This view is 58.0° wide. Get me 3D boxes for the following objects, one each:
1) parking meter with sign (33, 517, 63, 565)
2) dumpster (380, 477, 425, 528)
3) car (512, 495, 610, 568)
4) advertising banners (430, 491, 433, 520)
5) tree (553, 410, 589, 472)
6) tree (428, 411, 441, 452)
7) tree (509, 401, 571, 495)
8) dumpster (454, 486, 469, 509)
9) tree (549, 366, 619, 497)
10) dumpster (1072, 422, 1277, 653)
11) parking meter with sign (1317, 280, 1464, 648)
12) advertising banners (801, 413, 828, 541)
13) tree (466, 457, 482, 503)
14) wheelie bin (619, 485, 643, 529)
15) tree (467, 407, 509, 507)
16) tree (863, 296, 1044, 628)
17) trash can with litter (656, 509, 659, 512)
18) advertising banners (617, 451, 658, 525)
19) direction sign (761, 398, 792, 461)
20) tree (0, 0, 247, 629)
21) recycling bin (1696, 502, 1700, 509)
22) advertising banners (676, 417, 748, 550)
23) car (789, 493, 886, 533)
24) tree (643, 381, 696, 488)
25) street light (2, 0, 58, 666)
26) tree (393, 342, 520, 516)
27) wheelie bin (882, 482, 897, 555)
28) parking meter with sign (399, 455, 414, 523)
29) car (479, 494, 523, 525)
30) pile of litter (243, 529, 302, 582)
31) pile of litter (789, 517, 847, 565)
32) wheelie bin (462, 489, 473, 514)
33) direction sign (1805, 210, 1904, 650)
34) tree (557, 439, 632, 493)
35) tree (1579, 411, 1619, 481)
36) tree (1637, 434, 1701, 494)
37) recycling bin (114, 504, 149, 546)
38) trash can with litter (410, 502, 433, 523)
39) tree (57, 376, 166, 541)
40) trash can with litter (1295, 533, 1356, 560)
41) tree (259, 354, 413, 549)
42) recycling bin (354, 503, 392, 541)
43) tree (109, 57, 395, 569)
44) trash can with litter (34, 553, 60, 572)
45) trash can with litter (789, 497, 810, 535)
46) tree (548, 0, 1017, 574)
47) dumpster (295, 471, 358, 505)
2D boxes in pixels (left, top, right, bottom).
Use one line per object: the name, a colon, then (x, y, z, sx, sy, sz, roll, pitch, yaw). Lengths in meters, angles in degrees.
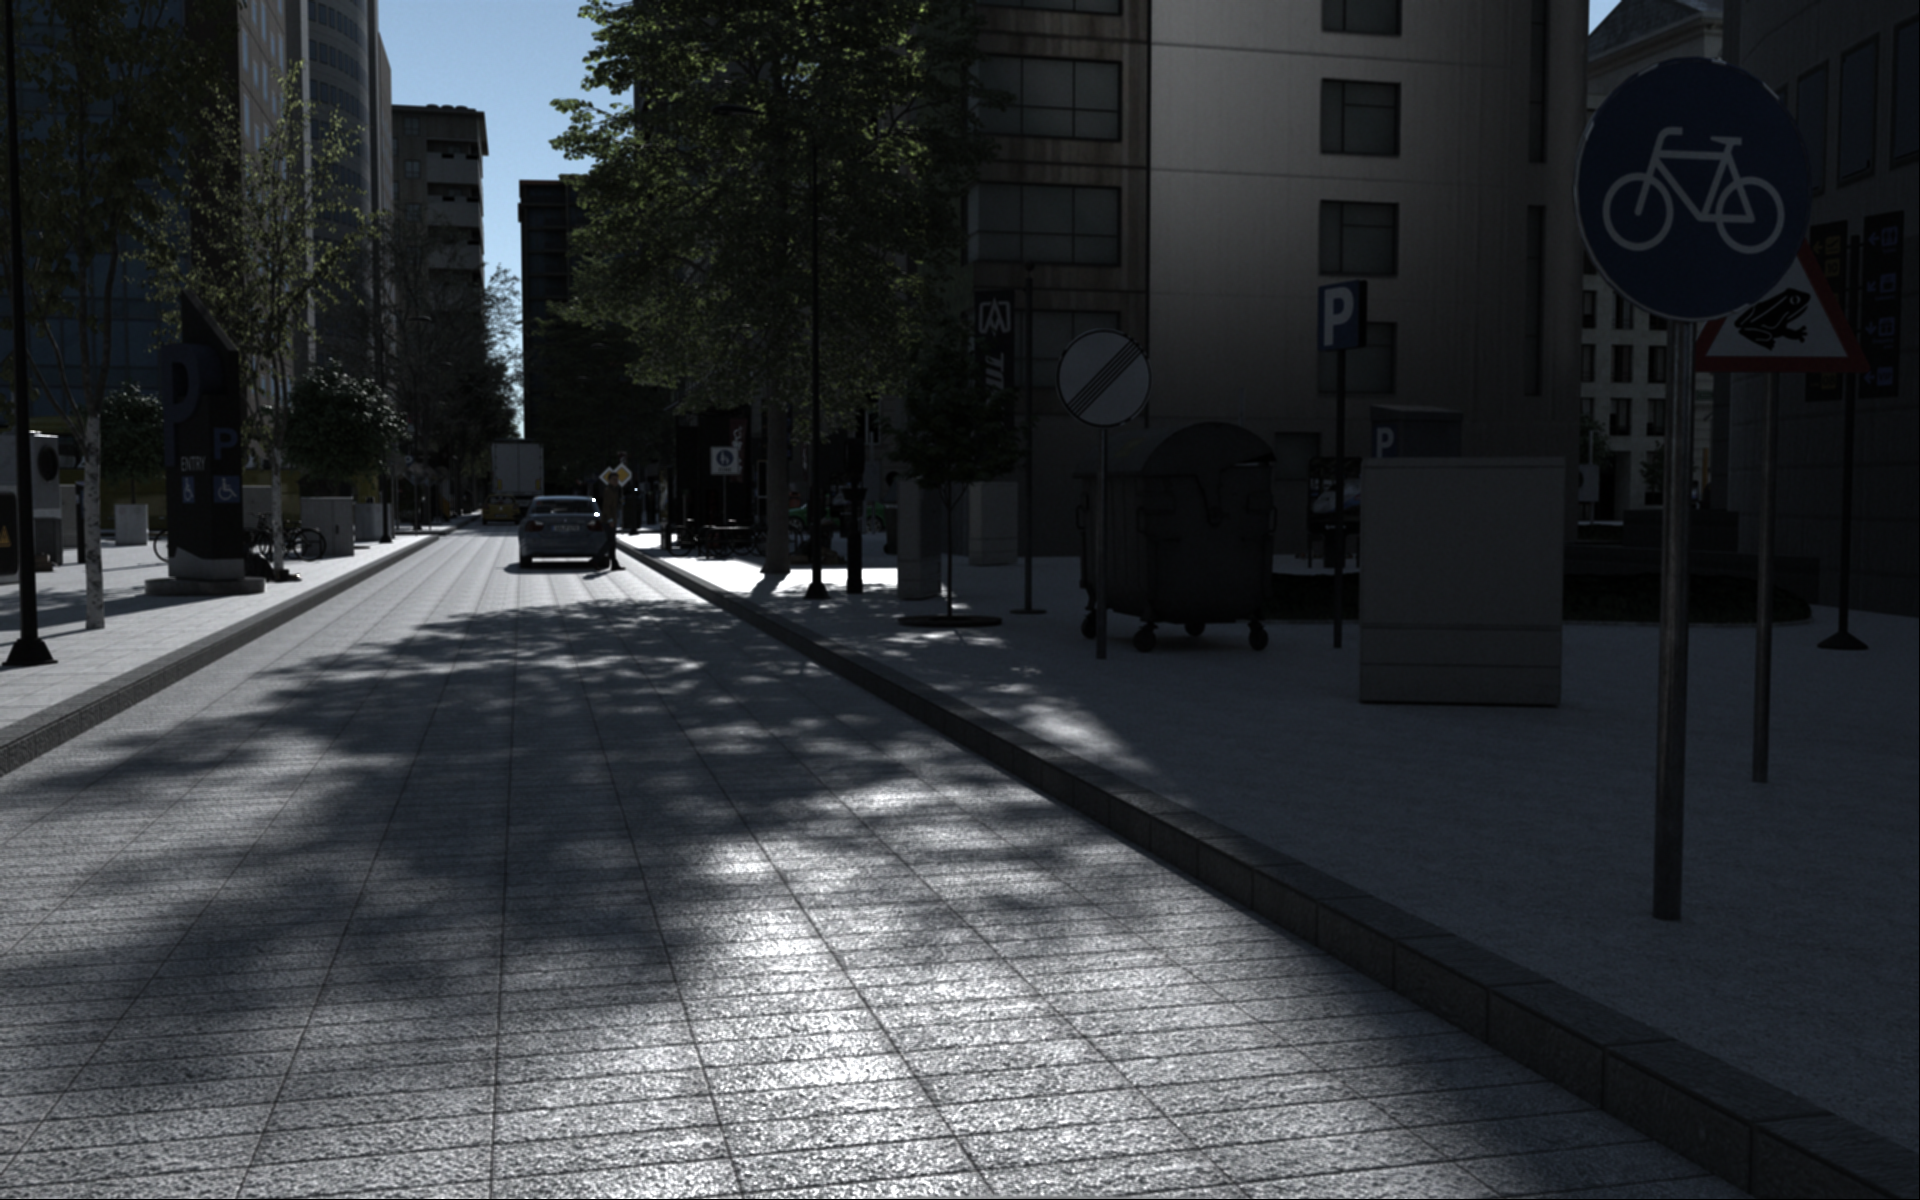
parking meter with sign: (-17.124, -2.131, 31.103, 1.738, 3.016, 0.543, 0, 4, -8)
dumpster: (-20.747, -3.791, 64.483, 1.502, 2.255, 1.985, -1, 4, -14)
car: (-8.004, -1.405, 34.974, 2.014, 1.417, 4.499, -1, 4, -14)
advertising banners: (-26.148, -5.302, 82.881, 0.090, 3.025, 2.074, 3, 4, 38)
tree: (-30.833, -11.638, 140.647, 4.360, 8.622, 3.978, 0, 3, 0)
tree: (-37.643, -13.140, 132.972, 7.486, 12.596, 7.792, 0, 3, 0)
tree: (-44.029, -16.332, 192.788, 9.928, 11.665, 9.643, 0, 3, 0)
dumpster: (-35.808, -7.236, 124.073, 1.264, 1.857, 1.865, -1, 4, -14)
tree: (-21.166, -9.043, 98.221, 4.737, 8.622, 4.395, 0, 3, 0)
dumpster: (1.822, -0.551, 14.764, 1.264, 1.857, 1.865, -1, 4, -14)
parking meter with sign: (3.902, -1.130, 14.729, 1.738, 3.016, 0.543, -2, 4, -25)
advertising banners: (-3.084, -2.462, 36.440, 0.090, 3.025, 2.074, -1, 4, -19)
tree: (-54.304, -14.975, 195.206, 4.737, 8.622, 4.395, 0, 3, 0)
wheelie bin: (-12.073, -3.418, 63.786, 0.693, 1.594, 0.980, 2, 4, 24)
tree: (-55.657, -16.909, 202.211, 9.928, 11.665, 9.643, 0, 3, 0)
tree: (-0.208, -1.367, 16.947, 1.663, 3.219, 1.824, 0, 3, 0)
trash can with litter: (-20.217, -6.437, 116.640, 1.055, 1.170, 0.624, 0, 4, -2)
advertising banners: (-13.351, -4.614, 71.635, 0.090, 3.025, 2.074, 3, 5, 40)
direction sign: (-4.304, -2.982, 40.758, 0.876, 3.537, 0.379, 2, 4, 31)
tree: (-8.476, -4.036, 16.353, 4.737, 8.622, 4.395, 0, 3, 0)
recycling bin: (24.326, -2.666, 56.150, 0.722, 1.027, 0.722, 3, 4, 38)
advertising banners: (-5.747, -2.688, 40.131, 2.074, 3.025, 0.090, 2, 4, 30)
car: (-4.498, -3.120, 59.815, 4.718, 1.807, 1.959, -1, 4, -15)
tree: (-18.531, -9.850, 111.410, 4.360, 8.622, 3.978, 0, 3, 0)
street light: (-6.491, -2.475, 13.015, 1.470, 5.913, 1.316, -1, 4, -14)
tree: (-30.061, -10.305, 102.898, 8.767, 10.594, 7.601, 1, 4, 17)
wheelie bin: (-1.220, -1.768, 36.812, 0.693, 1.594, 0.980, -3, 5, -41)
parking meter with sign: (-24.989, -4.987, 77.800, 0.543, 3.016, 1.738, -2, 4, -31)
car: (-21.624, -4.363, 81.559, 2.015, 1.641, 3.980, -1, 4, -15)
pile of litter: (-10.542, -0.712, 25.605, 1.719, 0.858, 1.176, 2, 4, 31)
pile of litter: (-2.648, -1.088, 31.758, 1.719, 0.858, 1.176, 3, 5, 43)
wheelie bin: (-31.736, -6.340, 111.567, 0.693, 1.594, 0.980, -1, 4, -13)
direction sign: (7.349, -1.365, 14.315, 0.379, 3.537, 0.876, -1, 4, -22)
tree: (-19.241, -6.703, 93.308, 4.285, 4.588, 4.351, 0, 3, 0)
tree: (20.564, -4.586, 58.694, 4.285, 4.588, 4.351, 0, 3, 0)
tree: (21.594, -3.585, 53.212, 1.663, 3.219, 1.824, 0, 3, 0)
recycling bin: (-20.832, -1.896, 43.557, 0.722, 1.027, 0.722, -1, 4, -22)
trash can with litter: (-23.587, -3.925, 75.568, 0.624, 1.170, 1.055, 3, 5, 41)
tree: (-23.128, -3.941, 48.143, 4.285, 4.588, 4.351, 0, 3, 0)
trash can with litter: (7.594, -1.439, 34.591, 2.233, 1.210, 1.678, -1, 4, -16)
tree: (-14.583, -3.481, 40.625, 4.285, 4.588, 4.351, 0, 3, 0)
recycling bin: (-16.197, -2.154, 47.777, 0.722, 1.027, 0.722, 2, 4, 25)
tree: (-11.587, -4.781, 28.536, 4.360, 8.622, 3.978, 0, 3, 0)
trash can with litter: (-15.501, -1.052, 28.585, 1.055, 1.170, 0.624, -3, 4, -38)
trash can with litter: (-5.018, -2.693, 55.093, 2.233, 1.210, 1.678, -3, 4, -38)
tree: (-2.952, -6.733, 28.207, 7.486, 12.596, 7.792, 0, 3, 0)
dumpster: (-17.576, -2.786, 48.050, 1.502, 2.255, 1.985, -1, 4, -14)
